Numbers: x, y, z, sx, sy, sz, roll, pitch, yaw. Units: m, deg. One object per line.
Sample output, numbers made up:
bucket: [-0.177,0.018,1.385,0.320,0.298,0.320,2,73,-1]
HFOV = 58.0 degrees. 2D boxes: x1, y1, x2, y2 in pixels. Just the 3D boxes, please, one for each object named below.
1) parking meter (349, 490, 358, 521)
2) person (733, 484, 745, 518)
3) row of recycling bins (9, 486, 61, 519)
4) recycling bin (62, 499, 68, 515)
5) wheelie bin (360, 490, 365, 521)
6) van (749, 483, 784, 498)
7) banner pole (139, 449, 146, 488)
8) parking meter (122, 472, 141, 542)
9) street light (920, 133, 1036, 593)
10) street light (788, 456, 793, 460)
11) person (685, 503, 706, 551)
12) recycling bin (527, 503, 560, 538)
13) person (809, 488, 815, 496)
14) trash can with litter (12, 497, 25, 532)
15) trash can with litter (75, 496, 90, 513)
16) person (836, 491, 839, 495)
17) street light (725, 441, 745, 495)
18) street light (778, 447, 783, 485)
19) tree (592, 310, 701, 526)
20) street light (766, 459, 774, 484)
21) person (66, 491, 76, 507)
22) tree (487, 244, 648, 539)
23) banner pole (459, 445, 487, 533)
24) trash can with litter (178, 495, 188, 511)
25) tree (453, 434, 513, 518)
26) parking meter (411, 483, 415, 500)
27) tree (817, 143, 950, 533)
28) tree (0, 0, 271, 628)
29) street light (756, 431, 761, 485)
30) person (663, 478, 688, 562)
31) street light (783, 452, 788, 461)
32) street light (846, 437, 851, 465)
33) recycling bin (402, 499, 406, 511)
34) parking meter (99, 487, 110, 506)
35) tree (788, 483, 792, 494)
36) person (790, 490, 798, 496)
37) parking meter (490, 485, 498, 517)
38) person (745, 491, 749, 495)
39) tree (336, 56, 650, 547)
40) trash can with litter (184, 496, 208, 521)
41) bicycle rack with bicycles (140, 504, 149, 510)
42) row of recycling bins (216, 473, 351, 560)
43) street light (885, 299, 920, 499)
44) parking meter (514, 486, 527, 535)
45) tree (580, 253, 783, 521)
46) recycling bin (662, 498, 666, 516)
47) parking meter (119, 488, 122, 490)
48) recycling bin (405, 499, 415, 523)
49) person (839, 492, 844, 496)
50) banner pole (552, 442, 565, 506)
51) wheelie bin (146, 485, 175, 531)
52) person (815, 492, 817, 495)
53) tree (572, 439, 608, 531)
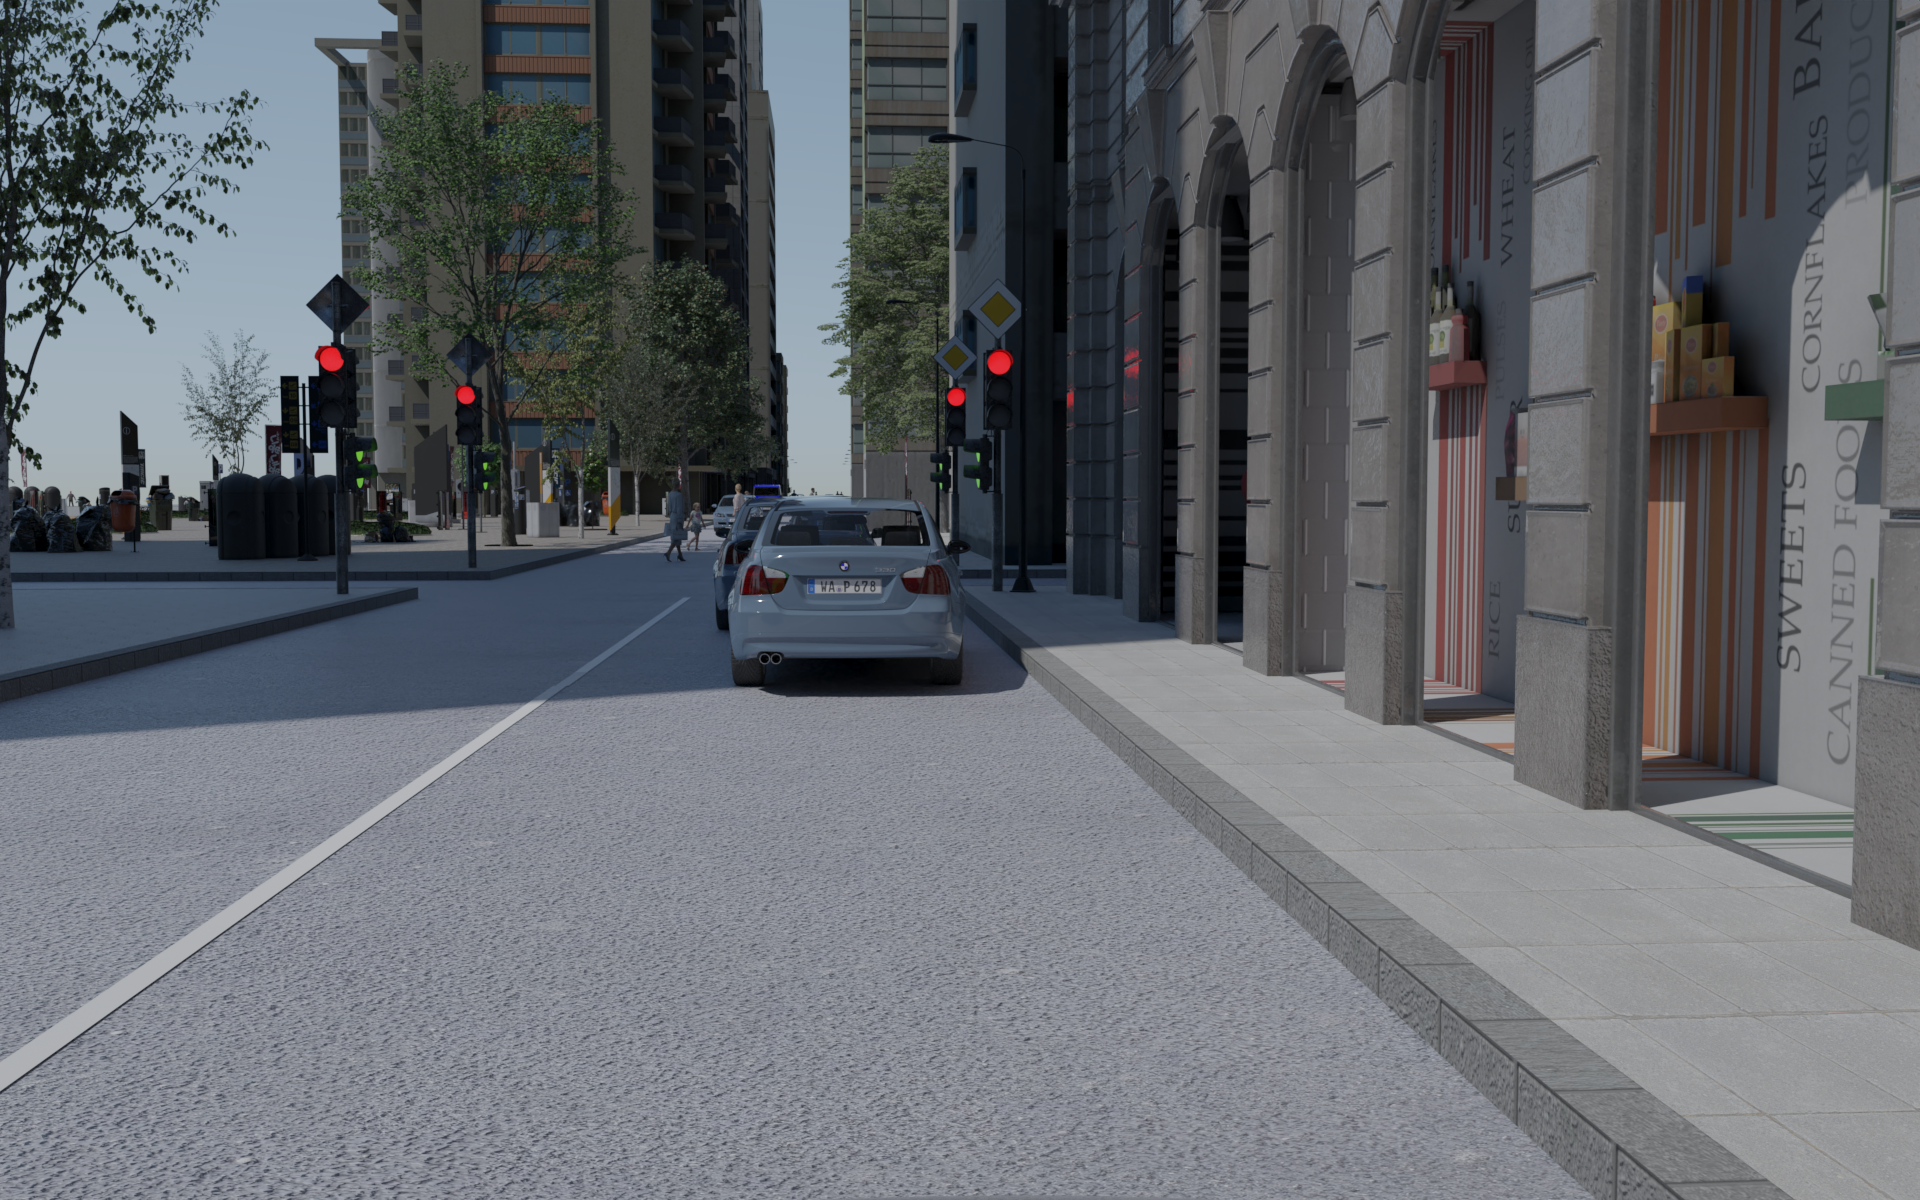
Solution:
parking meter: [-24.417,-3.918,69.770,0.255,1.863,0.399,-3,5,-42]
person: [-6.665,-2.712,53.505,0.598,1.740,0.731,1,4,11]
row of recycling bins: [-48.330,-5.038,89.483,3.534,1.692,1.069,-1,4,-8]
recycling bin: [-50.488,-5.171,97.098,0.722,1.027,0.722,-1,4,-18]
wheelie bin: [-27.466,-4.332,78.732,0.693,1.594,0.980,-3,5,-44]
van: [-12.435,-6.563,111.693,2.240,2.365,5.245,0,4,-5]
banner pole: [-39.799,-5.752,84.068,0.401,3.779,0.863,1,4,18]
parking meter: [-22.352,-2.510,46.746,0.255,1.863,0.399,1,4,18]
street light: [0.284,-3.055,22.484,1.470,5.913,1.316,0,4,-4]
street light: [-21.451,-14.567,210.717,1.470,5.913,1.316,0,4,-4]
person: [-6.674,-1.854,43.821,0.382,1.210,0.505,3,4,39]
recycling bin: [-12.318,-2.362,51.180,0.722,1.027,0.722,-3,5,-42]
person: [-8.424,-5.483,98.418,0.850,1.792,0.678,0,4,3]
trash can with litter: [-23.373,-1.981,43.450,1.678,1.210,2.233,-1,4,-11]
trash can with litter: [-47.102,-5.017,93.420,0.624,1.170,1.055,1,4,16]
person: [-17.588,-14.690,248.309,1.348,1.869,0.705,-3,5,-43]
street light: [-13.947,-8.230,107.105,1.470,5.913,1.316,0,4,-4]
street light: [-18.505,-12.118,170.662,1.470,5.913,1.316,0,4,-4]
tree: [-12.751,-7.256,68.997,4.360,8.622,3.978,0,3,0]
street light: [-17.007,-10.822,149.475,1.470,5.913,1.316,0,4,-4]
person: [-92.848,-10.509,180.874,0.990,1.755,0.434,0,4,-4]
tree: [-11.143,-6.073,49.648,4.737,8.622,4.395,0,3,0]
banner pole: [-16.161,-4.141,57.715,0.863,3.779,0.401,2,4,28]
trash can with litter: [-43.536,-5.214,96.307,2.233,1.210,1.678,0,3,0]
tree: [-25.831,-6.729,93.730,4.285,4.588,4.351,0,3,0]
parking meter: [-25.512,-4.623,81.300,0.399,1.863,0.255,0,4,5]
tree: [-0.947,-8.481,56.785,7.486,12.596,7.792,0,3,0]
tree: [-8.995,-4.046,16.520,4.360,8.622,3.978,0,3,0]
street light: [-15.415,-9.526,128.294,1.470,5.913,1.316,0,4,-4]
person: [-6.053,-1.702,36.677,0.624,1.780,0.694,-2,4,-30]
street light: [-19.841,-13.270,189.505,1.470,5.913,1.316,0,4,-4]
street light: [-8.172,-10.191,139.161,1.470,5.913,1.316,0,4,-4]
recycling bin: [-30.847,-5.099,95.927,0.722,1.027,0.722,-1,4,-8]
parking meter: [-31.559,-3.396,63.934,0.372,1.533,0.369,0,3,0]
tree: [-26.364,-16.444,263.459,1.663,3.219,1.824,0,3,0]
person: [-14.682,-8.865,153.426,1.348,1.826,0.705,1,4,13]
parking meter: [-26.222,-5.615,97.521,0.399,1.863,0.255,1,4,22]
person: [-12.791,-5.718,103.803,0.330,1.601,0.589,0,3,0]
tree: [-11.221,-7.123,42.209,9.928,11.665,9.643,0,3,0]
trash can with litter: [-35.907,-4.291,81.551,0.624,1.170,1.055,2,4,33]
bicycle rack with bicycles: [-43.795,-4.893,93.378,2.925,0.926,2.852,1,4,9]
row of recycling bins: [-13.661,-1.721,35.258,1.069,1.692,3.534,1,4,17]
street light: [-1.078,-4.215,41.459,1.470,5.913,1.316,0,4,-4]
parking meter: [-13.874,-2.827,54.626,0.372,1.533,0.369,0,3,0]
tree: [-13.258,-10.125,82.557,9.611,12.733,9.660,0,3,0]
recycling bin: [-17.207,-5.528,102.942,0.722,1.027,0.722,1,4,19]
parking meter: [-32.036,-3.549,66.435,0.372,1.533,0.369,0,3,0]
recycling bin: [-21.630,-3.468,69.258,0.722,1.027,0.722,0,4,-8]
person: [-15.516,-13.323,226.863,0.617,1.759,0.750,1,4,9]
banner pole: [-19.137,-5.663,82.615,0.863,3.779,0.401,0,4,7]
wheelie bin: [-28.154,-3.253,61.091,0.693,1.594,0.980,3,5,41]
person: [-17.567,-12.456,212.879,0.721,1.743,1.217,1,4,18]
tree: [-12.905,-4.085,61.399,1.663,3.219,1.824,0,3,0]
